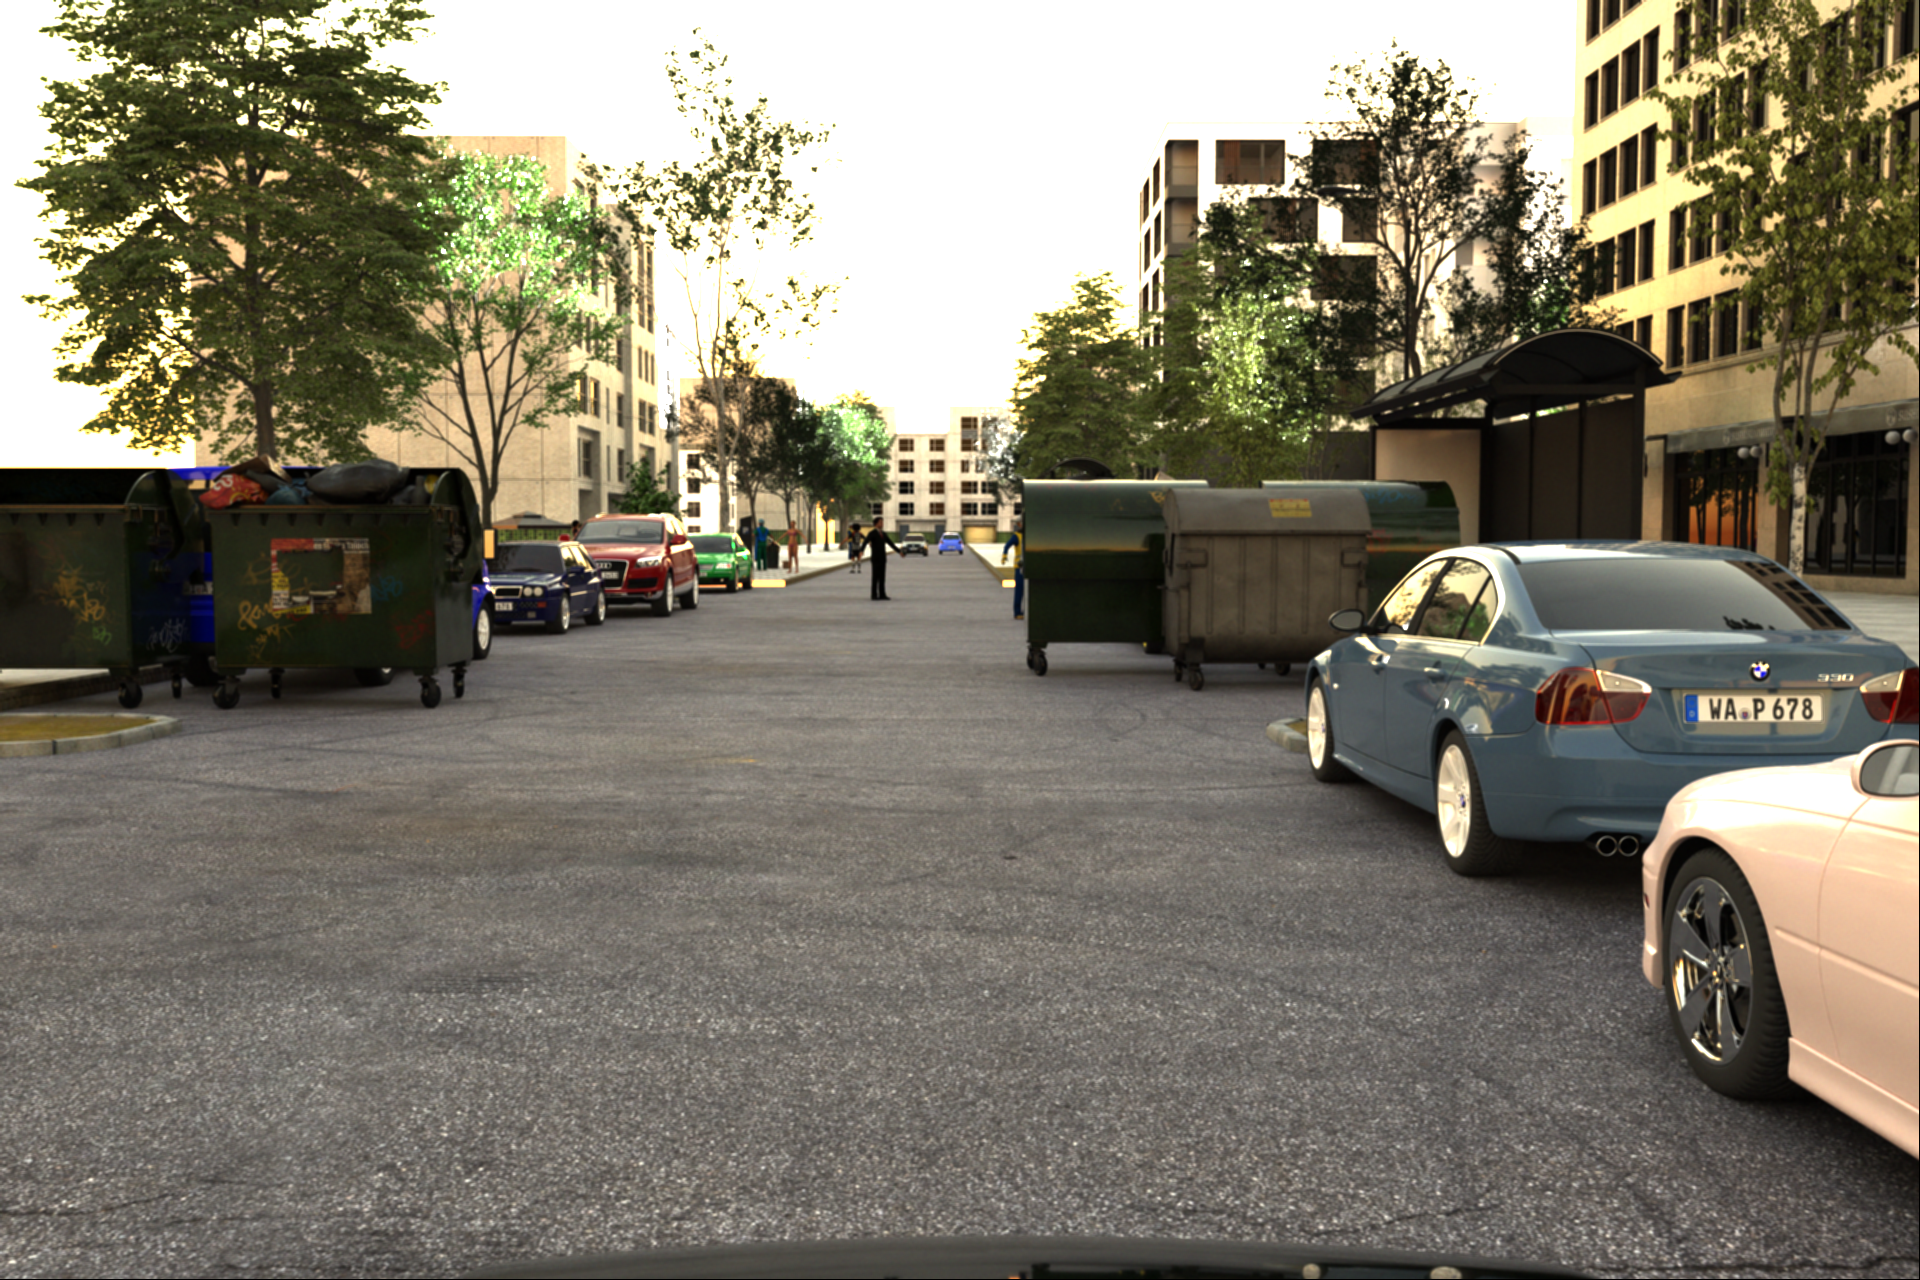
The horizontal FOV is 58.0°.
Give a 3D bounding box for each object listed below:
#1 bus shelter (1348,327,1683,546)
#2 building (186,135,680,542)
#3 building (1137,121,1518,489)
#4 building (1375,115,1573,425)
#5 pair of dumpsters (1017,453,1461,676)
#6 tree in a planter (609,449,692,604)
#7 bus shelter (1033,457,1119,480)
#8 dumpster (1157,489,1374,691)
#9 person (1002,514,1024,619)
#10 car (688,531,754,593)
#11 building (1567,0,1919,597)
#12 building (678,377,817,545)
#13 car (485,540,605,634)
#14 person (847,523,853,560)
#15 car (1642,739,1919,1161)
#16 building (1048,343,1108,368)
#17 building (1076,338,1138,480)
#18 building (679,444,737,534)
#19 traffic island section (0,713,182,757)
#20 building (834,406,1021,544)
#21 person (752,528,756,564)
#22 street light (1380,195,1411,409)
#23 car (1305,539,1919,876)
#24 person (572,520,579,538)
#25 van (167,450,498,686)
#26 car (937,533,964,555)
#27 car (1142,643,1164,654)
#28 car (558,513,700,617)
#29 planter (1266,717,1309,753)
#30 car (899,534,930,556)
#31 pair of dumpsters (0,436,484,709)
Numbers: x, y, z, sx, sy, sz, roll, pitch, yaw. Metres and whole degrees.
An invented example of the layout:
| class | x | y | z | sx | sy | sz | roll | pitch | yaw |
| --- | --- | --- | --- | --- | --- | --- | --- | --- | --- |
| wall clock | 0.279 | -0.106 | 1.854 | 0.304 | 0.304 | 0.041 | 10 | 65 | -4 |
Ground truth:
| class | x | y | z | sx | sy | sz | roll | pitch | yaw |
| --- | --- | --- | --- | --- | --- | --- | --- | --- | --- |
| bus shelter | 6.037 | -1.578 | 19.724 | 2.014 | 3.302 | 5.546 | 0 | 3 | 0 |
| building | -25.899 | -13.843 | 92.791 | 16.747 | 18.905 | 31.486 | 0 | 4 | 0 |
| building | 24.182 | -15.808 | 102.429 | 27.936 | 21.610 | 32.646 | 0 | 3 | 0 |
| building | 25.274 | -13.847 | 82.822 | 16.016 | 20.090 | 11.380 | 0 | 4 | -1 |
| pair of dumpsters | 2.811 | -0.796 | 17.967 | 4.436 | 2.255 | 1.574 | 0 | 3 | 0 |
| tree in a planter | -6.624 | -2.397 | 36.418 | 1.991 | 3.239 | 1.994 | 0 | 4 | 1 |
| bus shelter | 3.144 | -3.322 | 48.233 | 2.014 | 3.302 | 5.546 | 0 | 4 | -1 |
| dumpster | 2.843 | -0.495 | 16.310 | 1.865 | 1.857 | 1.264 | 0 | 4 | -1 |
| person | 1.125 | -1.240 | 29.202 | 1.216 | 1.772 | 0.721 | -3 | 5 | -44 |
| car | -6.285 | -2.125 | 43.536 | 1.959 | 1.807 | 4.718 | 0 | 4 | 0 |
| building | 29.060 | -14.331 | 36.479 | 24.374 | 26.755 | 37.873 | 0 | 4 | 0 |
| building | -27.041 | -21.077 | 211.067 | 16.747 | 18.905 | 31.486 | 0 | 4 | 0 |
| car | -6.497 | -0.821 | 26.003 | 1.945 | 1.354 | 3.894 | 0 | 3 | 0 |
| person | -5.427 | -4.939 | 86.717 | 0.705 | 1.833 | 1.349 | 0 | 4 | 6 |
| car | 2.858 | 0.573 | 2.994 | 2.083 | 1.381 | 4.827 | 0 | 4 | -1 |
| building | 23.832 | -21.865 | 201.459 | 27.936 | 21.610 | 32.646 | 0 | 4 | 0 |
| building | 21.353 | -20.853 | 171.873 | 19.493 | 23.208 | 18.063 | 0 | 4 | -1 |
| building | -26.982 | -14.219 | 174.626 | 9.099 | 9.664 | 28.070 | 0 | 4 | 0 |
| traffic island section | -6.625 | 0.662 | 12.050 | 1.991 | 0.108 | 1.994 | 0 | 4 | 0 |
| building | -1.557 | -23.001 | 244.982 | 31.486 | 18.905 | 16.747 | 0 | 4 | 0 |
| person | -8.419 | -3.833 | 68.937 | 0.705 | 1.796 | 1.348 | 3 | 5 | 42 |
| street light | 6.531 | -3.102 | 23.256 | 1.470 | 5.913 | 1.316 | 0 | 4 | 0 |
| car | 2.932 | 0.212 | 8.545 | 2.014 | 1.417 | 4.499 | 0 | 4 | 0 |
| person | -14.977 | -3.767 | 67.737 | 0.704 | 1.843 | 1.345 | -1 | 4 | -18 |
| van | -6.353 | -0.834 | 18.027 | 2.240 | 2.365 | 5.245 | 0 | 3 | 0 |
| car | -0.651 | -6.922 | 122.759 | 1.945 | 1.707 | 3.694 | 0 | 4 | -1 |
| car | 3.007 | -0.763 | 22.058 | 1.945 | 1.707 | 3.694 | 0 | 4 | -1 |
| car | -6.040 | -1.406 | 31.658 | 2.281 | 1.827 | 5.304 | 0 | 4 | -1 |
| planter | 3.167 | 0.565 | 11.902 | 1.991 | 0.319 | 1.994 | 0 | 4 | 0 |
| car | -2.975 | -6.305 | 112.876 | 2.009 | 1.686 | 4.222 | 0 | 4 | 0 |
| pair of dumpsters | -6.395 | -0.589 | 14.580 | 4.436 | 2.255 | 1.574 | 0 | 4 | 0 |
